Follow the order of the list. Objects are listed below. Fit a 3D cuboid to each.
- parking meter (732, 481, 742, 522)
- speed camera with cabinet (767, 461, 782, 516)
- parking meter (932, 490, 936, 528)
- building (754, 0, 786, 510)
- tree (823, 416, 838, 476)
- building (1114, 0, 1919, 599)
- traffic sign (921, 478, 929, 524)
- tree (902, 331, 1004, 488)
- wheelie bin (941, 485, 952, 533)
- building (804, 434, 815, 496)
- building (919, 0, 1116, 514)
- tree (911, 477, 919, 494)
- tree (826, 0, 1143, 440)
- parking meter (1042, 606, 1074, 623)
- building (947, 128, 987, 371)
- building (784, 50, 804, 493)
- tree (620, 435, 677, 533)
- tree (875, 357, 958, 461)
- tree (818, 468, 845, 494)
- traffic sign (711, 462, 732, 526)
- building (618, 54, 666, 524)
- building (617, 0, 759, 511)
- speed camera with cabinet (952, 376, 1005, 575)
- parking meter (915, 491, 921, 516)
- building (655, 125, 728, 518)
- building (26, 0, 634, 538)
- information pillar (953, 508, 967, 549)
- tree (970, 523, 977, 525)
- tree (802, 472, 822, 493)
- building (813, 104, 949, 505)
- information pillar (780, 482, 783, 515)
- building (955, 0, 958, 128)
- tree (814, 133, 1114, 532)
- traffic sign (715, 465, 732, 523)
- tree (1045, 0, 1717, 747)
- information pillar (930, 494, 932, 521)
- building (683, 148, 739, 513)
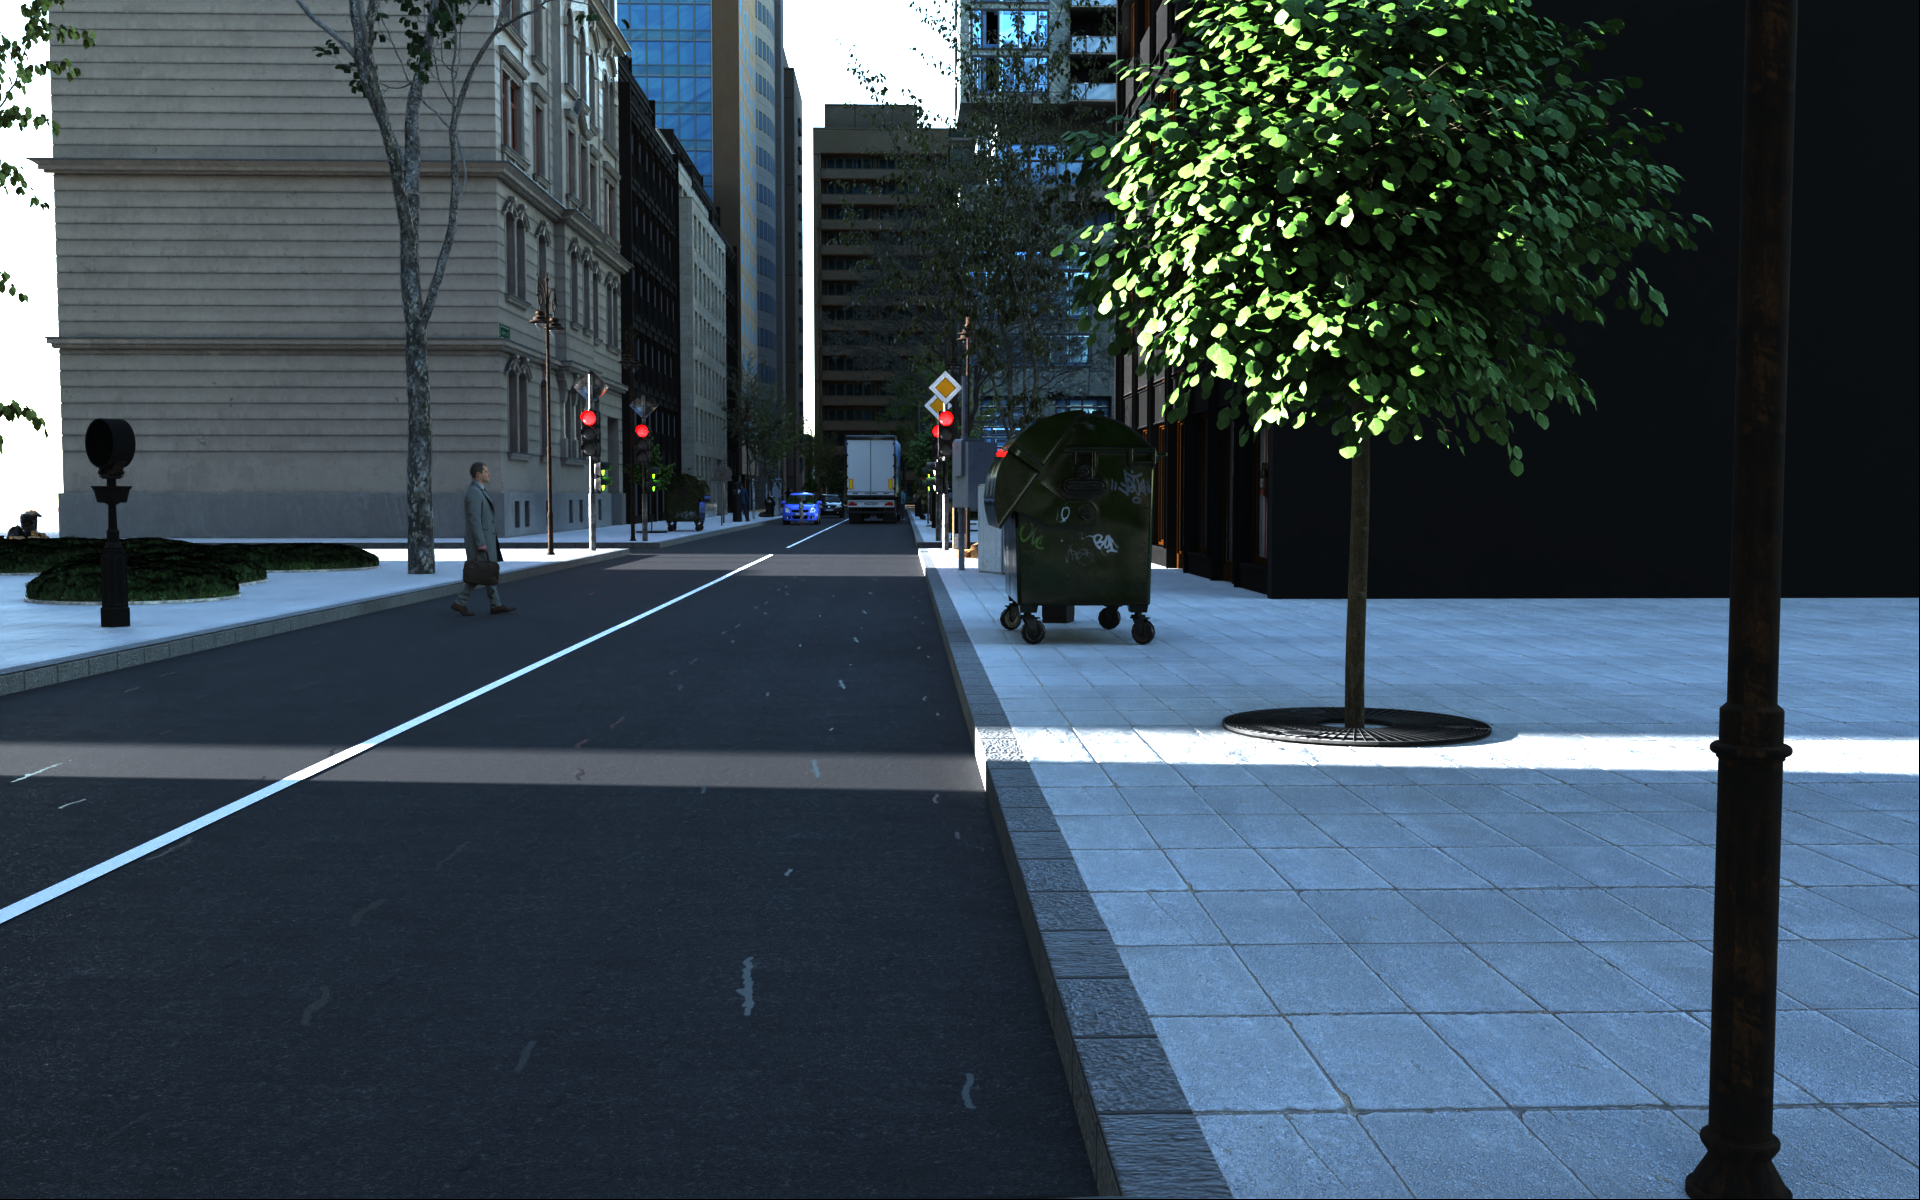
[{"bbox_3d":[-10.315,-4.551,80.113,0.255,1.863,0.399,3,4,38],"label":"parking meter"},{"bbox_3d":[-10.875,-6.547,101.379,0.660,3.252,2.038,-1,4,-14],"label":"speed camera with cabinet"},{"bbox_3d":[-0.888,-3.492,65.500,0.372,1.533,0.369,0,3,0],"label":"parking meter"},{"bbox_3d":[-26.632,-37.172,149.761,21.231,58.520,28.212,0,4,-2],"label":"building"},{"bbox_3d":[-13.096,-12.540,155.396,4.737,8.622,4.395,0,3,0],"label":"tree"},{"bbox_3d":[9.682,-12.162,28.531,12.332,23.373,15.834,0,4,-2],"label":"building"},{"bbox_3d":[-1.363,-4.529,74.152,0.768,2.556,0.104,0,4,0],"label":"traffic sign"},{"bbox_3d":[-0.377,-7.777,77.520,4.737,8.622,4.395,0,3,0],"label":"tree"},{"bbox_3d":[-0.232,-3.052,57.809,0.693,1.594,0.980,-1,4,-21],"label":"wheelie bin"},{"bbox_3d":[-32.643,-38.668,221.453,27.495,52.752,28.713,0,4,-2],"label":"building"},{"bbox_3d":[8.731,-48.497,105.595,22.319,86.520,31.000,0,4,-2],"label":"building"},{"bbox_3d":[-4.639,-11.394,180.890,1.663,3.219,1.824,0,3,0],"label":"tree"},{"bbox_3d":[0.551,-4.414,22.532,4.360,8.622,3.978,0,3,0],"label":"tree"},{"bbox_3d":[0.984,-0.708,17.291,0.255,1.863,0.399,1,4,18],"label":"parking meter"},{"bbox_3d":[5.909,-22.525,139.978,14.160,30.474,14.107,0,4,-2],"label":"building"},{"bbox_3d":[-27.693,-34.210,183.036,21.600,48.544,21.300,0,4,-2],"label":"building"},{"bbox_3d":[-10.092,-3.828,57.186,1.663,3.219,1.824,0,3,0],"label":"tree"},{"bbox_3d":[-2.517,-12.381,128.179,9.928,11.665,9.643,0,3,0],"label":"tree"},{"bbox_3d":[-13.745,-12.484,187.826,4.285,4.588,4.351,0,3,0],"label":"tree"},{"bbox_3d":[-9.708,-4.313,70.516,0.884,2.594,0.081,0,4,1],"label":"traffic sign"},{"bbox_3d":[-20.253,-15.355,80.725,12.332,23.373,15.834,0,4,-2],"label":"building"},{"bbox_3d":[-22.606,-29.269,128.655,14.600,45.320,14.200,0,4,-2],"label":"building"},{"bbox_3d":[0.527,-2.087,28.463,0.660,3.252,2.038,-2,4,-24],"label":"speed camera with cabinet"},{"bbox_3d":[-2.398,-5.559,99.303,0.372,1.533,0.369,0,3,0],"label":"parking meter"},{"bbox_3d":[-19.173,-14.827,97.180,10.420,20.320,16.860,0,4,-2],"label":"building"},{"bbox_3d":[-19.833,-16.701,60.444,14.401,28.519,23.554,0,4,-2],"label":"building"},{"bbox_3d":[-0.003,-1.939,36.199,0.304,2.012,0.304,0,4,-2],"label":"information pillar"},{"bbox_3d":[0.095,-4.784,72.818,1.663,3.219,1.824,0,3,0],"label":"tree"},{"bbox_3d":[-12.775,-9.450,149.112,1.663,3.219,1.824,0,3,0],"label":"tree"},{"bbox_3d":[-7.430,-36.406,218.939,21.600,48.544,21.300,0,4,-2],"label":"building"},{"bbox_3d":[-10.797,-6.081,103.921,0.304,2.012,0.304,1,4,23],"label":"information pillar"},{"bbox_3d":[10.006,-37.829,160.506,21.231,58.520,28.212,0,4,-2],"label":"building"},{"bbox_3d":[0.133,-9.102,59.183,12.009,13.543,11.850,0,3,0],"label":"tree"},{"bbox_3d":[-10.448,-4.672,76.489,0.768,2.556,0.104,0,4,3],"label":"traffic sign"},{"bbox_3d":[2.194,-1.563,9.262,4.285,4.588,4.351,0,3,0],"label":"tree"},{"bbox_3d":[-1.318,-5.525,81.692,0.183,3.616,0.504,0,4,-4],"label":"information pillar"},{"bbox_3d":[-21.465,-17.349,113.336,12.332,23.373,15.834,0,4,-2],"label":"building"}]
